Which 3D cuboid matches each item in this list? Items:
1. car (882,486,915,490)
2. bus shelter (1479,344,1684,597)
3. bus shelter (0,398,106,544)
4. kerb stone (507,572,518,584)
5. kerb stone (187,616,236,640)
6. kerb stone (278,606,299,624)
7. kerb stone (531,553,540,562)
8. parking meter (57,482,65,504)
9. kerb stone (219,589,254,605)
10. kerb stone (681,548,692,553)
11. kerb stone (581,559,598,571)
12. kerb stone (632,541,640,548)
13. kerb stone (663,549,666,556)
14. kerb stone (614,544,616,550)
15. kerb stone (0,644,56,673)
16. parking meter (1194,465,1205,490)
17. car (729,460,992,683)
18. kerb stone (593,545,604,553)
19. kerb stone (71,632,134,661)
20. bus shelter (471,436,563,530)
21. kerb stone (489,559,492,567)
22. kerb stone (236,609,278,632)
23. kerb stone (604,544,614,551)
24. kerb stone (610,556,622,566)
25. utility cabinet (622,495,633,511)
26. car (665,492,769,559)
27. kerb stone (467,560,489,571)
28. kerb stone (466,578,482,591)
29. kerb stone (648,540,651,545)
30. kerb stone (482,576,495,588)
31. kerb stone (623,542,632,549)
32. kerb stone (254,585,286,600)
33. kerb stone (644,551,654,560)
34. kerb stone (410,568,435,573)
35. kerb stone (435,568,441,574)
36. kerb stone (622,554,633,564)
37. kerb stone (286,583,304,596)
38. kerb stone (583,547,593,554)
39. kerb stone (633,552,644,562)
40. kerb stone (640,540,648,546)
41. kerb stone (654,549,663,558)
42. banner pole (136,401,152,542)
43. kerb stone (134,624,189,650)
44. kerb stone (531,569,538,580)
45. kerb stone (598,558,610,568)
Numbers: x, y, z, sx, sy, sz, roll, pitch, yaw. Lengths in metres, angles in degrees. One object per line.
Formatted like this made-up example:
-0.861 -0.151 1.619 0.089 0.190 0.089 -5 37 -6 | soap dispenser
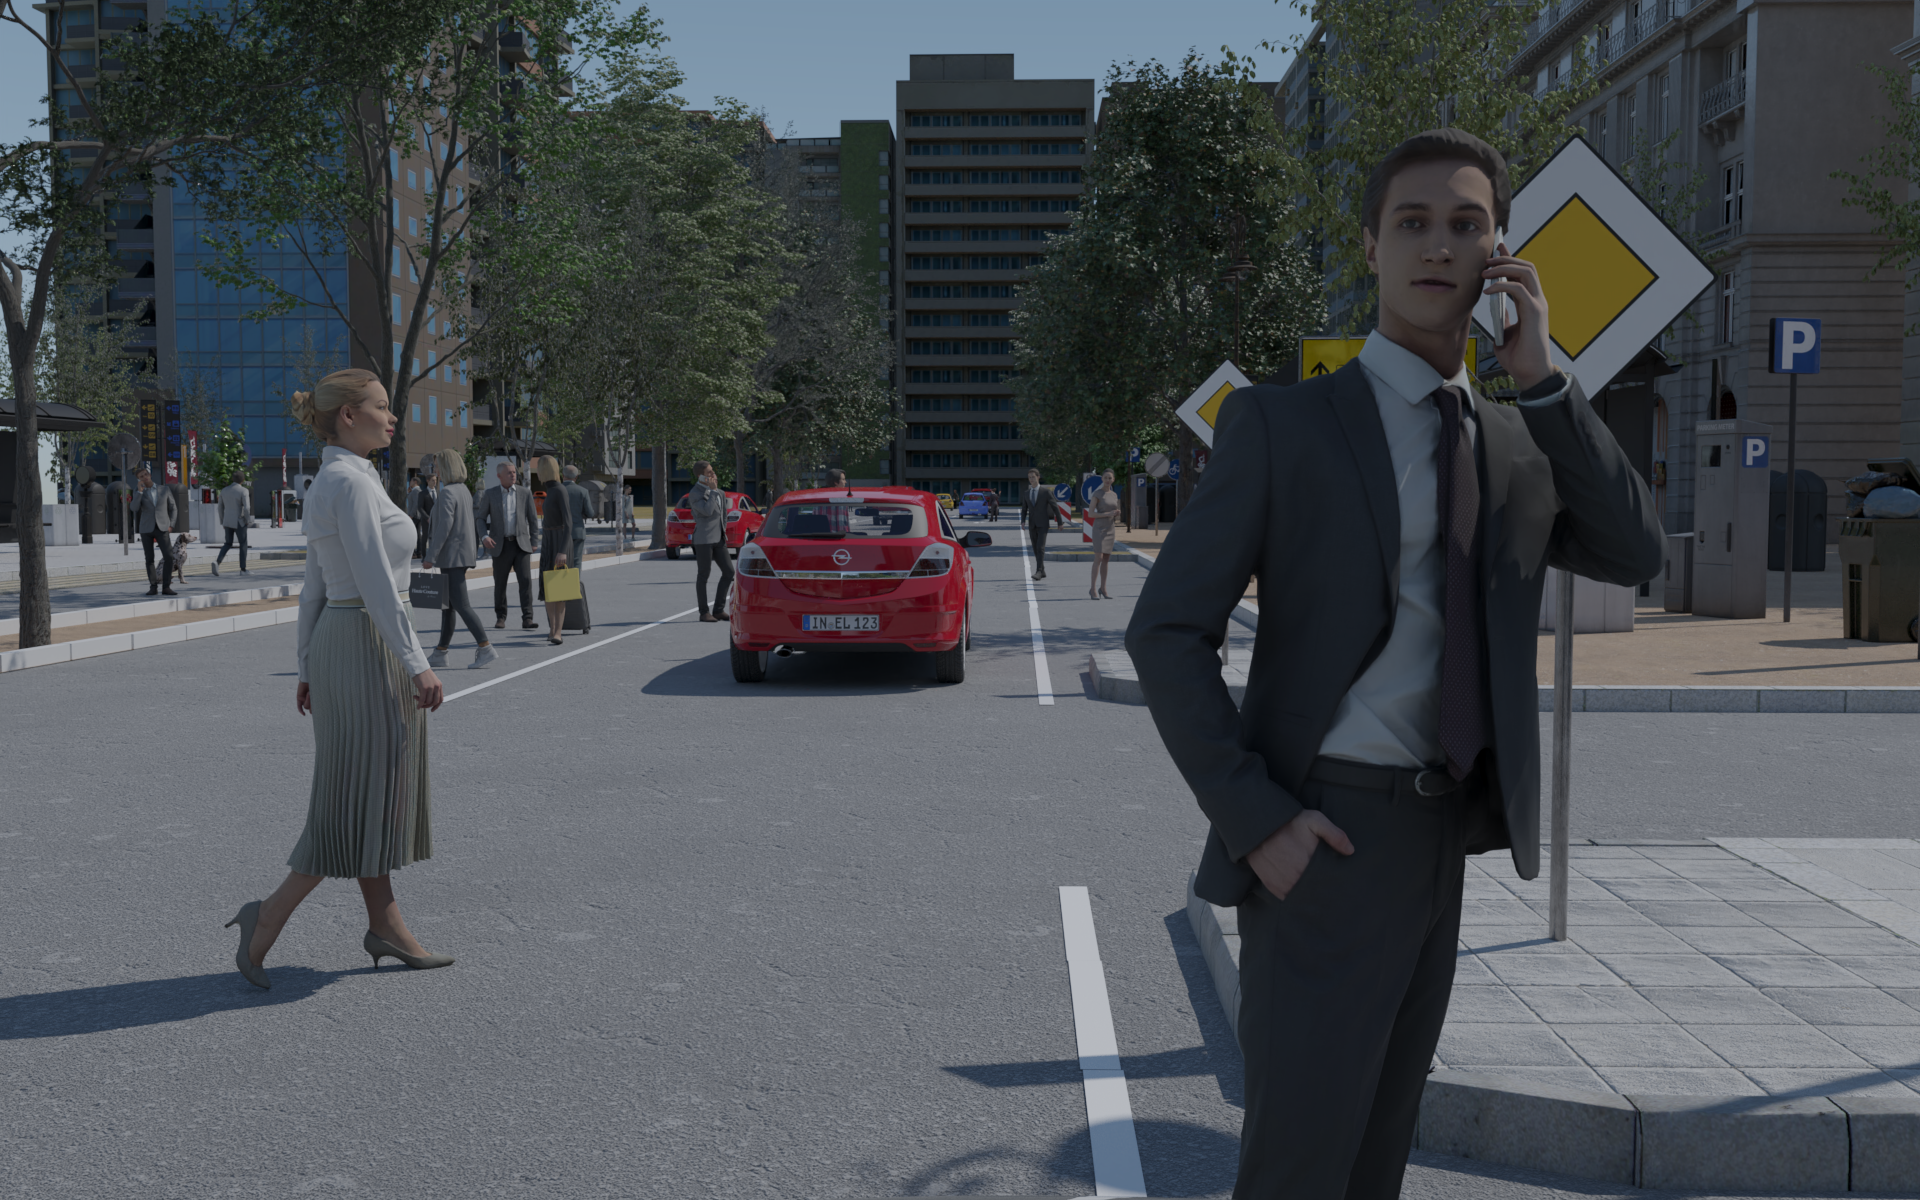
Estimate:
-2.868 -4.415 80.862 2.281 1.827 5.304 0 4 4 | car
7.921 -1.841 24.016 2.014 3.302 5.546 0 4 2 | bus shelter
-20.134 -2.572 35.975 2.014 3.302 5.546 0 4 2 | bus shelter
-7.265 -0.335 27.672 0.120 0.150 1.000 0 4 2 | kerb stone
-7.602 0.293 17.437 0.120 0.150 1.000 0 4 2 | kerb stone
-7.532 0.167 19.481 0.120 0.150 1.000 0 4 2 | kerb stone
-9.055 -0.903 36.957 0.120 0.150 1.000 0 4 2 | kerb stone
-43.787 -4.819 84.502 0.255 1.863 0.399 2 4 35 | parking meter
-9.532 -0.025 22.606 0.120 0.150 1.000 0 4 2 | kerb stone
-6.754 -1.269 43.038 0.120 0.150 1.000 0 4 2 | kerb stone
-7.093 -0.646 32.798 0.120 0.150 1.000 0 4 2 | kerb stone
-8.759 -1.464 46.164 0.120 0.150 1.000 0 4 2 | kerb stone
-6.862 -1.087 39.972 0.120 0.150 1.000 0 4 2 | kerb stone
-8.825 -1.341 44.119 0.120 0.150 1.000 0 4 2 | kerb stone
-7.704 0.482 14.347 0.120 0.150 1.000 0 4 2 | kerb stone
5.394 -2.021 38.754 0.255 1.863 0.399 -1 4 -9 | parking meter
-0.807 -0.342 14.635 2.155 1.783 4.494 0 4 1 | car
-8.892 -1.216 42.073 0.120 0.150 1.000 0 4 2 | kerb stone
-7.673 0.419 15.379 0.120 0.150 1.000 0 4 2 | kerb stone
-16.244 -4.255 63.486 2.014 3.302 5.546 0 4 2 | bus shelter
-9.169 -0.715 33.887 0.120 0.150 1.000 0 4 2 | kerb stone
-7.567 0.230 18.459 0.120 0.150 1.000 0 4 2 | kerb stone
-8.862 -1.278 43.097 0.120 0.150 1.000 0 4 2 | kerb stone
-7.033 -0.773 34.845 0.120 0.150 1.000 0 4 2 | kerb stone
-16.636 -4.566 85.818 0.306 1.237 1.020 2 4 29 | utility cabinet
-5.463 -1.860 39.448 2.155 1.783 4.494 0 4 3 | car
-9.192 -0.652 32.860 0.120 0.150 1.000 0 4 2 | kerb stone
-7.329 -0.210 25.625 0.120 0.150 1.000 0 4 2 | kerb stone
-8.698 -1.591 48.209 0.120 0.150 1.000 0 4 2 | kerb stone
-7.302 -0.268 26.647 0.120 0.150 1.000 0 4 2 | kerb stone
-8.794 -1.402 45.142 0.120 0.150 1.000 0 4 2 | kerb stone
-9.495 -0.087 23.629 0.120 0.150 1.000 0 4 2 | kerb stone
-6.928 -0.959 37.921 0.120 0.150 1.000 0 4 2 | kerb stone
-9.299 -0.464 29.790 0.120 0.150 1.000 0 4 2 | kerb stone
-9.262 -0.527 30.811 0.120 0.150 1.000 0 4 2 | kerb stone
-6.993 -0.837 35.875 0.120 0.150 1.000 0 4 2 | kerb stone
-9.469 -0.151 24.670 0.120 0.150 1.000 0 4 2 | kerb stone
-8.931 -1.150 41.049 0.120 0.150 1.000 0 4 2 | kerb stone
-6.963 -0.890 36.900 0.120 0.150 1.000 0 4 2 | kerb stone
-8.727 -1.528 47.186 0.120 0.150 1.000 0 4 2 | kerb stone
-6.888 -1.020 38.951 0.120 0.150 1.000 0 4 2 | kerb stone
-22.072 -3.483 46.968 0.401 3.779 0.863 0 4 -3 | banner pole
-7.630 0.358 16.404 0.120 0.150 1.000 0 4 2 | kerb stone
-7.238 -0.396 28.694 0.120 0.150 1.000 0 4 2 | kerb stone
-7.060 -0.711 33.823 0.120 0.150 1.000 0 4 2 | kerb stone
